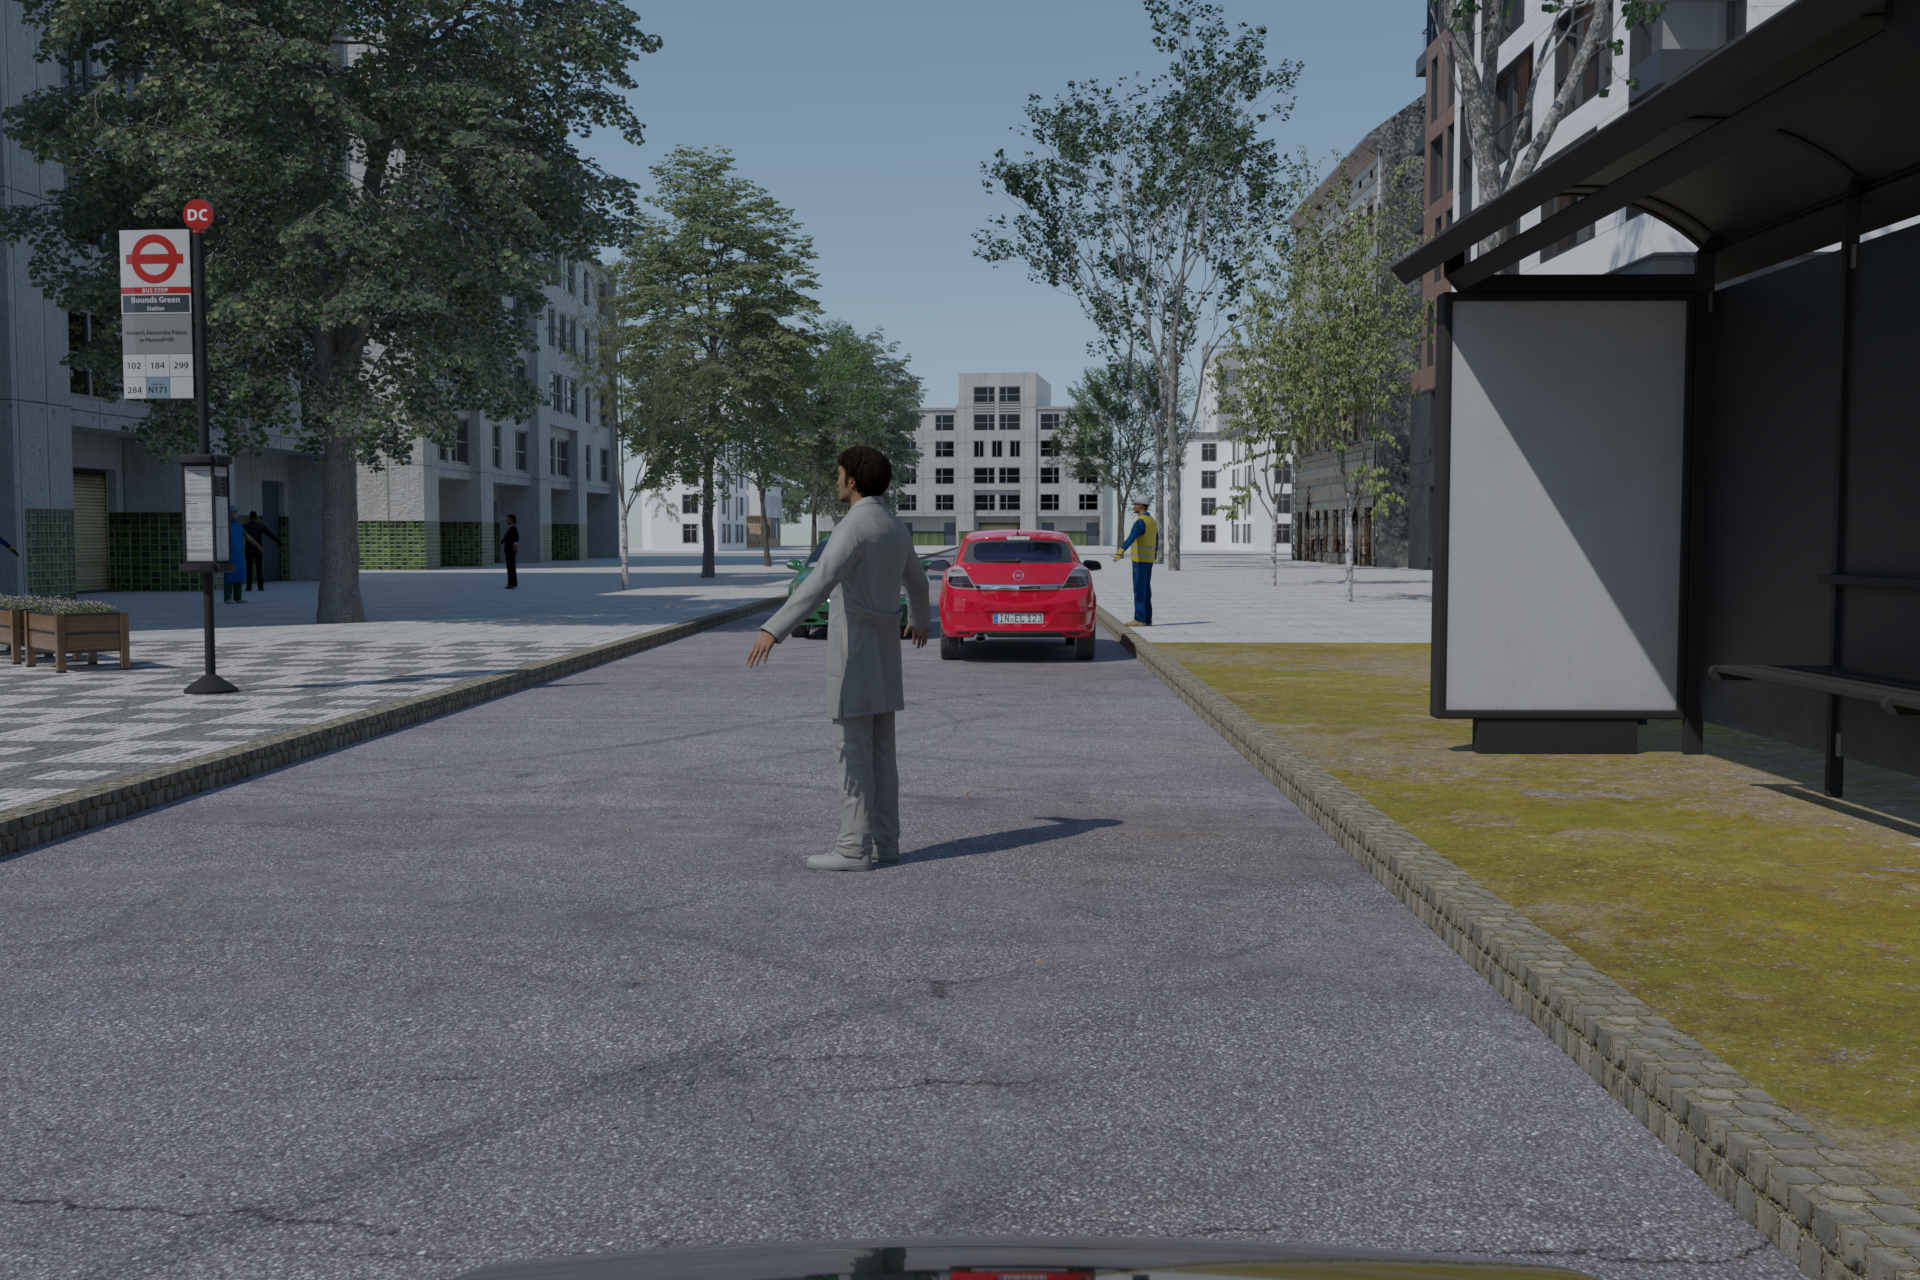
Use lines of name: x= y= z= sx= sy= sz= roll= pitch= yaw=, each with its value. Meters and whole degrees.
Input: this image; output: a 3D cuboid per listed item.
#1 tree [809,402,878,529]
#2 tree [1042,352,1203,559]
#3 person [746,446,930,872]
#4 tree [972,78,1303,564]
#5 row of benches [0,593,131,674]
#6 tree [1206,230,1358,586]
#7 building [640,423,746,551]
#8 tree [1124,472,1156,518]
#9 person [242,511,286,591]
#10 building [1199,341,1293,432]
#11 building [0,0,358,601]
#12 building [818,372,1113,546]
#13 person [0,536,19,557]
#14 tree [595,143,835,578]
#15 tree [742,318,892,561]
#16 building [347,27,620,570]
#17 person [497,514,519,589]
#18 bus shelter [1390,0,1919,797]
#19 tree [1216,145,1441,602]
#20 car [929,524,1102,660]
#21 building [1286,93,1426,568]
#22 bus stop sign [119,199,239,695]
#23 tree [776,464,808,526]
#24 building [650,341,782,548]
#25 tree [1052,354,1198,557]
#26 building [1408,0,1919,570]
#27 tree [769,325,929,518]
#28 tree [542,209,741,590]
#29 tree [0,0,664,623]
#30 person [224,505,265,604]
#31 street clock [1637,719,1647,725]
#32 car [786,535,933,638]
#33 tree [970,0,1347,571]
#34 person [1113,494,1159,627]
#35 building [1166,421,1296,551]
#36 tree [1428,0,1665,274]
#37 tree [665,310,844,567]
tree: x=-7.041 y=-8.837 z=94.844 sx=4.360 sy=8.622 sz=3.978 roll=0 pitch=3 yaw=0
tree: x=8.253 y=-9.453 z=88.968 sx=8.767 sy=10.594 sz=7.601 roll=1 pitch=4 yaw=11
person: x=-0.439 y=0.071 z=7.479 sx=0.705 sy=1.806 sz=1.347 roll=2 pitch=4 yaw=29
tree: x=7.180 y=-13.317 z=73.621 sx=12.611 sy=20.169 sz=13.585 roll=0 pitch=3 yaw=0
row of benches: x=-9.342 y=-0.124 z=17.485 sx=1.422 sy=0.672 sz=4.104 roll=-3 pitch=5 yaw=-43
tree: x=7.806 y=-5.652 z=42.769 sx=4.737 sy=8.622 sz=4.395 roll=0 pitch=3 yaw=0
building: x=-22.281 y=-12.404 z=144.951 sx=9.099 sy=9.664 sz=28.070 roll=0 pitch=4 yaw=2
tree: x=20.428 y=-14.920 z=194.301 sx=4.737 sy=8.622 sz=4.395 roll=0 pitch=3 yaw=0
person: x=-15.896 y=-2.004 z=38.992 sx=1.346 sy=1.802 sz=0.704 roll=-2 pitch=4 yaw=-24
building: x=28.731 y=-19.190 z=170.184 sx=16.016 sy=20.090 sz=11.380 roll=0 pitch=4 yaw=1
building: x=-25.477 y=-10.097 z=31.547 sx=16.747 sy=18.905 sz=31.486 roll=0 pitch=4 yaw=2
building: x=1.117 y=-20.077 z=197.168 sx=31.486 sy=18.905 sz=16.747 roll=1 pitch=4 yaw=9
person: x=-15.332 y=-1.268 z=27.192 sx=0.721 sy=1.772 sz=1.216 roll=1 pitch=4 yaw=21
tree: x=-7.242 y=-8.139 z=51.196 sx=7.486 sy=12.596 sz=7.792 roll=0 pitch=3 yaw=0
tree: x=-6.854 y=-9.595 z=82.632 sx=9.928 sy=11.665 sz=9.643 roll=0 pitch=3 yaw=0
building: x=-26.971 y=-12.863 z=76.763 sx=16.747 sy=18.905 sz=31.486 roll=0 pitch=4 yaw=1
person: x=-10.572 y=-2.066 z=40.495 sx=0.721 sy=1.740 sz=1.216 roll=-2 pitch=4 yaw=-33
bus shelter: x=3.516 y=-0.833 z=7.551 sx=2.014 sy=3.302 sz=5.546 roll=0 pitch=4 yaw=1
tree: x=7.167 y=-5.015 z=32.352 sx=4.737 sy=8.622 sz=4.395 roll=0 pitch=3 yaw=0
car: x=0.685 y=-0.743 z=21.188 sx=2.155 sy=1.783 sz=4.494 roll=0 pitch=4 yaw=1
building: x=25.289 y=-14.903 z=74.587 sx=19.493 sy=23.208 sz=18.063 roll=0 pitch=4 yaw=1
bus stop sign: x=-6.291 y=-1.543 z=13.931 sx=0.855 sy=3.939 sz=0.416 roll=0 pitch=4 yaw=3
tree: x=-21.170 y=-17.821 z=198.021 sx=9.857 sy=13.997 sz=8.962 roll=0 pitch=3 yaw=0
building: x=-23.787 y=-18.931 z=165.935 sx=16.016 sy=20.090 sz=11.380 roll=0 pitch=4 yaw=2
tree: x=9.264 y=-10.562 z=98.440 sx=9.928 sy=11.665 sz=9.643 roll=0 pitch=3 yaw=0
building: x=26.861 y=-12.434 z=47.269 sx=27.936 sy=21.610 sz=32.646 roll=0 pitch=4 yaw=1
tree: x=-6.644 y=-12.170 z=105.637 sx=9.857 sy=13.997 sz=8.962 roll=0 pitch=3 yaw=0
tree: x=-7.908 y=-5.465 z=39.711 sx=4.360 sy=8.622 sz=3.978 roll=0 pitch=3 yaw=0
tree: x=-9.106 y=-7.226 z=24.799 sx=9.857 sy=13.997 sz=8.962 roll=0 pitch=3 yaw=0
person: x=-13.361 y=-1.575 z=31.885 sx=0.704 sy=1.817 sz=1.347 roll=1 pitch=4 yaw=20
street clock: x=4.525 y=-0.434 z=11.665 sx=0.358 sy=2.002 sz=0.471 roll=0 pitch=4 yaw=2
car: x=-1.416 y=-0.837 z=25.487 sx=2.131 sy=1.459 sz=4.920 roll=0 pitch=4 yaw=1
tree: x=6.606 y=-12.412 z=58.818 sx=12.611 sy=20.169 sz=13.585 roll=0 pitch=3 yaw=0
person: x=2.508 y=-1.110 z=24.117 sx=0.705 sy=1.833 sz=1.349 roll=2 pitch=4 yaw=29
building: x=22.847 y=-12.261 z=142.611 sx=9.099 sy=9.664 sz=28.070 roll=0 pitch=4 yaw=1
tree: x=8.100 y=-10.128 z=21.487 sx=12.611 sy=20.169 sz=13.585 roll=0 pitch=3 yaw=0
tree: x=-7.869 y=-8.195 z=68.399 sx=7.601 sy=10.594 sz=8.767 roll=2 pitch=4 yaw=31
